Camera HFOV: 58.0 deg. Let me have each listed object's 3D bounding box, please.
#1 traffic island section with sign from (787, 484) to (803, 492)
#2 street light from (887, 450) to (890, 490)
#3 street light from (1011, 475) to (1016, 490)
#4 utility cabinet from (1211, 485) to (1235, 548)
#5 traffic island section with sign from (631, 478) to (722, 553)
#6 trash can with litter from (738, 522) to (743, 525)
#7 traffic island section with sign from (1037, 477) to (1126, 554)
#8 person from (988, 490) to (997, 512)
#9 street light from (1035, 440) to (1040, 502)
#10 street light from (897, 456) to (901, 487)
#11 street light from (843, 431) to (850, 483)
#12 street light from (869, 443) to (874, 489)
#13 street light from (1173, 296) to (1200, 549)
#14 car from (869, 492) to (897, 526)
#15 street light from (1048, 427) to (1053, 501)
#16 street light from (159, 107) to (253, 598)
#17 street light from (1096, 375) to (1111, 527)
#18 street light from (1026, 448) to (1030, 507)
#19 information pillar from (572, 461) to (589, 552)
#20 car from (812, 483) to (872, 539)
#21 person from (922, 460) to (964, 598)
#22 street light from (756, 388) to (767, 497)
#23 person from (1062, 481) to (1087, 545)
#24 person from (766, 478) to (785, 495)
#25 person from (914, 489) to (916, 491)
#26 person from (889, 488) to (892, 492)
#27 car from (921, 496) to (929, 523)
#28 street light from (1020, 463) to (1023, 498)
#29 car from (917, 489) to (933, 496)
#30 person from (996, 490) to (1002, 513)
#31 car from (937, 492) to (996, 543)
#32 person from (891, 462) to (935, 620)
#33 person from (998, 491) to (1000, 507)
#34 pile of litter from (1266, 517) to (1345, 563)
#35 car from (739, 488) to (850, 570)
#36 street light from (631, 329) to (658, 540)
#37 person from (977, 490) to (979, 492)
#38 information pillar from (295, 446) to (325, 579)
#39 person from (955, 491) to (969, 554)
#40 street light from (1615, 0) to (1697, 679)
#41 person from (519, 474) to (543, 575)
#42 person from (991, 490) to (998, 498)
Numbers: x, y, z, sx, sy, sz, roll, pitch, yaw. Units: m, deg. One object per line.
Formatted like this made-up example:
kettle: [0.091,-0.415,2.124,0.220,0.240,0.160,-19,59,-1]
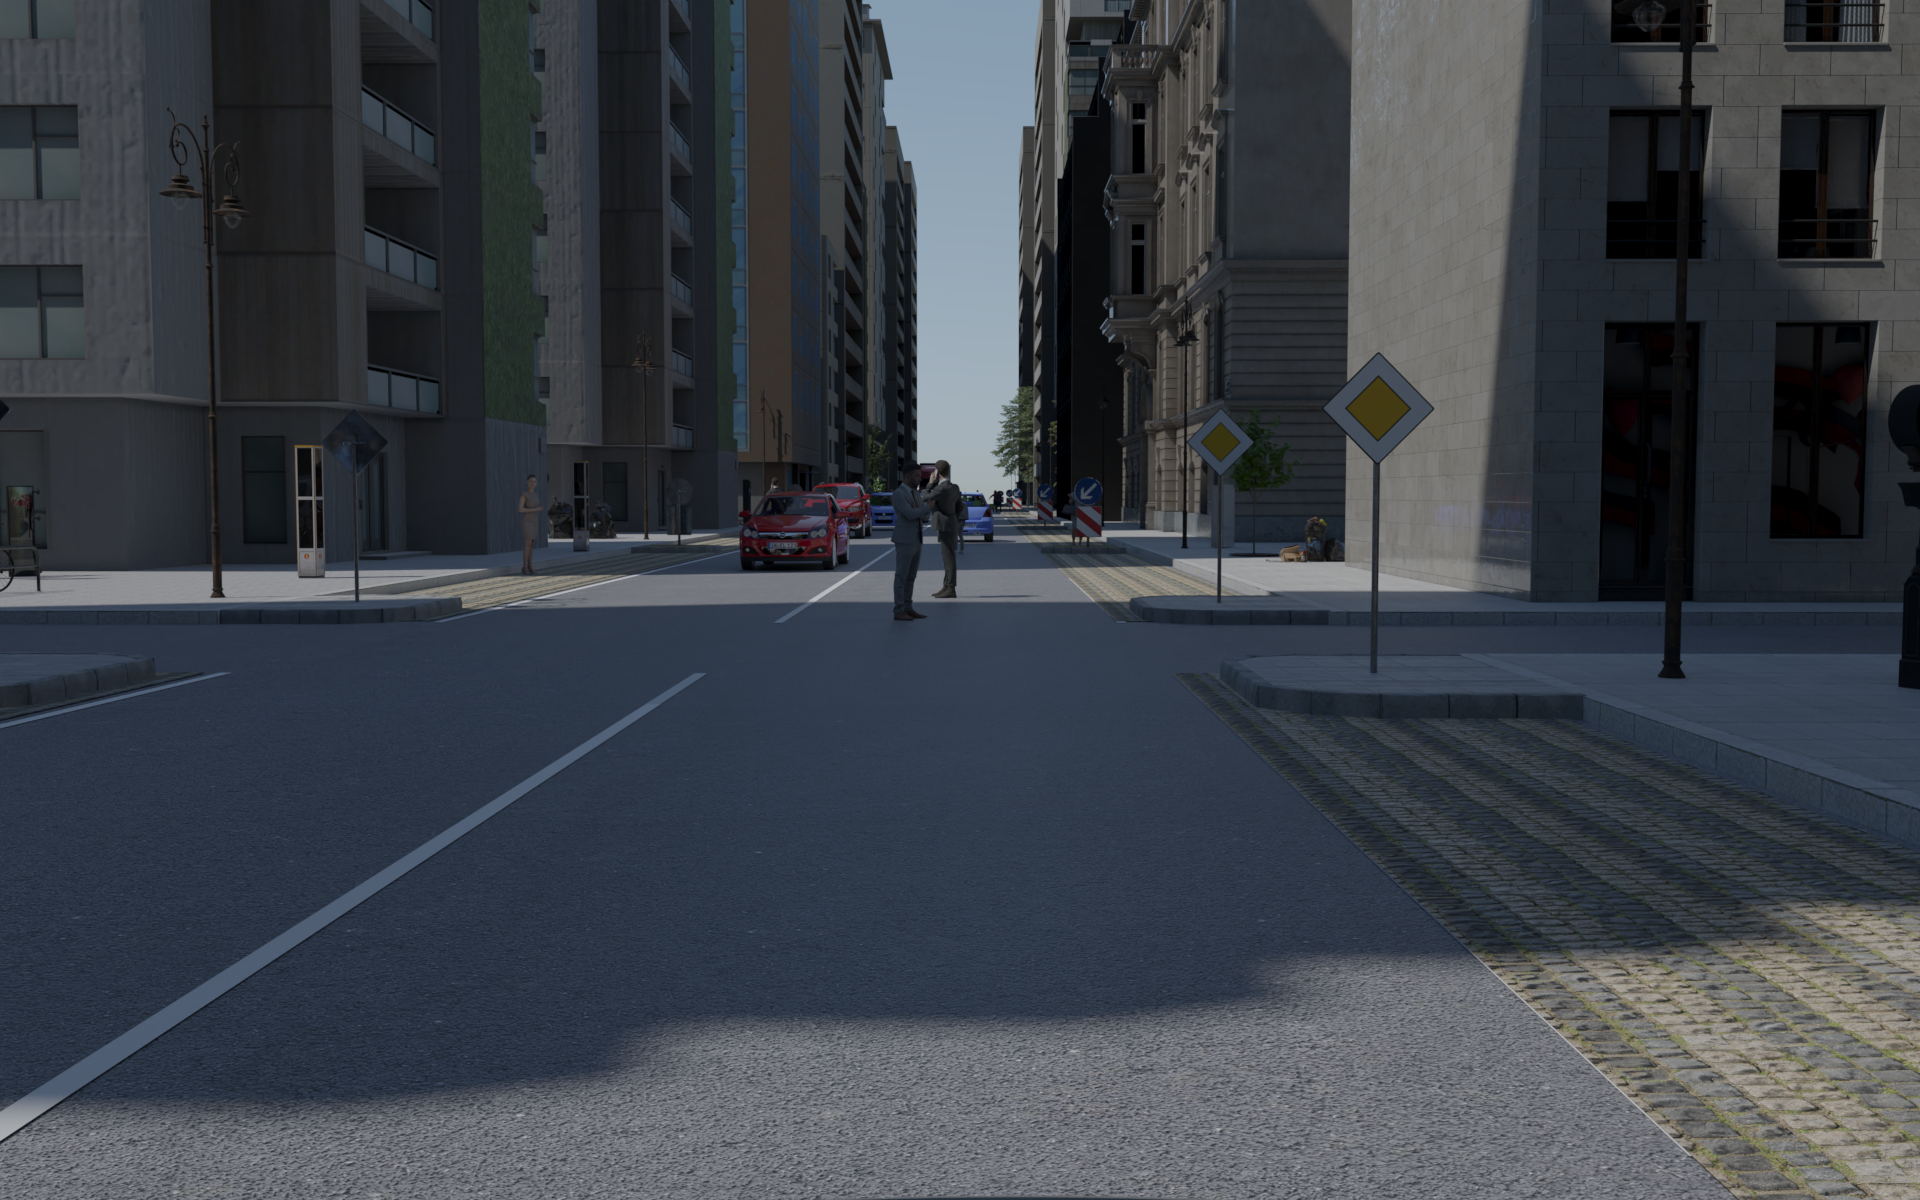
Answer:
traffic island section with sign: [-6.654,-3.757,70.050,1.989,1.847,2.006,0,4,1]
street light: [-7.422,-12.695,180.356,0.468,5.910,1.993,0,4,1]
street light: [7.572,-17.247,254.768,0.468,5.910,1.993,0,4,1]
utility cabinet: [6.272,-2.000,41.384,0.318,1.500,1.173,1,4,21]
traffic island section with sign: [-6.938,-2.080,42.639,1.989,1.847,2.006,0,4,1]
trash can with litter: [-9.410,-3.701,71.562,1.678,1.210,2.233,-1,4,-16]
traffic island section with sign: [2.971,-2.049,42.132,1.989,1.847,2.006,0,4,1]
person: [2.831,-7.916,138.647,1.217,1.743,0.721,1,4,20]
street light: [6.497,-10.486,144.227,0.468,5.910,1.993,0,4,1]
street light: [-7.273,-14.380,207.896,0.468,5.910,1.993,0,4,1]
street light: [-8.091,-9.268,124.323,0.468,5.910,1.993,0,4,1]
street light: [-7.718,-10.983,152.357,0.468,5.910,1.993,0,4,1]
street light: [5.291,-4.149,40.618,0.468,5.910,1.993,0,4,1]
car: [-2.967,-3.654,69.337,1.945,1.707,3.694,0,3,0]
street light: [6.126,-8.814,116.900,0.468,5.910,1.993,0,4,1]
street light: [-9.185,-2.964,21.257,0.468,5.910,1.993,0,4,1]
street light: [5.596,-5.807,67.725,0.468,5.910,1.993,0,4,1]
street light: [6.743,-12.149,171.428,0.468,5.910,1.993,0,4,1]
information pillar: [-8.452,-2.086,38.605,0.304,2.012,0.304,0,4,1]
car: [-4.036,-2.966,57.169,2.281,1.827,5.304,0,4,1]
person: [-0.249,-0.981,23.906,0.474,1.900,0.648,1,4,16]
street light: [-8.577,-6.302,75.825,0.468,5.910,1.993,0,4,1]
person: [3.057,-2.255,45.719,0.716,1.782,0.532,0,4,5]
person: [-5.302,-2.589,50.187,0.648,1.900,0.474,-3,5,-41]
person: [-3.472,-7.596,132.676,1.348,1.826,0.705,-3,5,-44]
person: [-4.262,-5.985,106.360,1.348,1.823,0.705,0,4,-6]
car: [-2.537,-4.583,87.286,2.083,1.381,4.827,0,4,1]
street light: [7.057,-13.889,199.873,0.468,5.910,1.993,0,4,1]
car: [-2.931,-8.302,144.403,2.281,1.827,5.304,0,4,1]
person: [3.064,-7.639,134.312,0.530,1.710,0.541,-3,5,-40]
car: [0.141,-2.626,52.523,1.945,1.707,3.694,0,4,-1]
person: [-0.527,-0.677,19.751,0.466,1.800,0.511,1,4,13]
person: [4.375,-11.572,197.725,0.705,1.821,1.348,0,4,-4]
pile of litter: [6.605,-1.160,32.936,1.719,0.858,1.176,0,4,-4]
car: [-3.215,-1.535,34.135,2.155,1.783,4.494,0,4,2]
street light: [-8.833,-4.638,48.612,0.468,5.910,1.993,0,4,1]
person: [1.596,-9.197,158.899,0.705,1.821,1.348,-3,5,-41]
information pillar: [-9.895,-1.339,26.377,0.304,2.012,0.304,0,4,6]
person: [-0.037,-1.872,41.710,0.523,1.515,0.503,0,4,6]
street light: [4.979,-2.394,11.936,0.468,5.910,1.993,0,4,1]
person: [-7.591,-1.335,30.672,0.374,1.781,0.599,1,4,18]
person: [3.395,-9.589,165.368,1.348,1.812,0.705,-2,4,-30]
